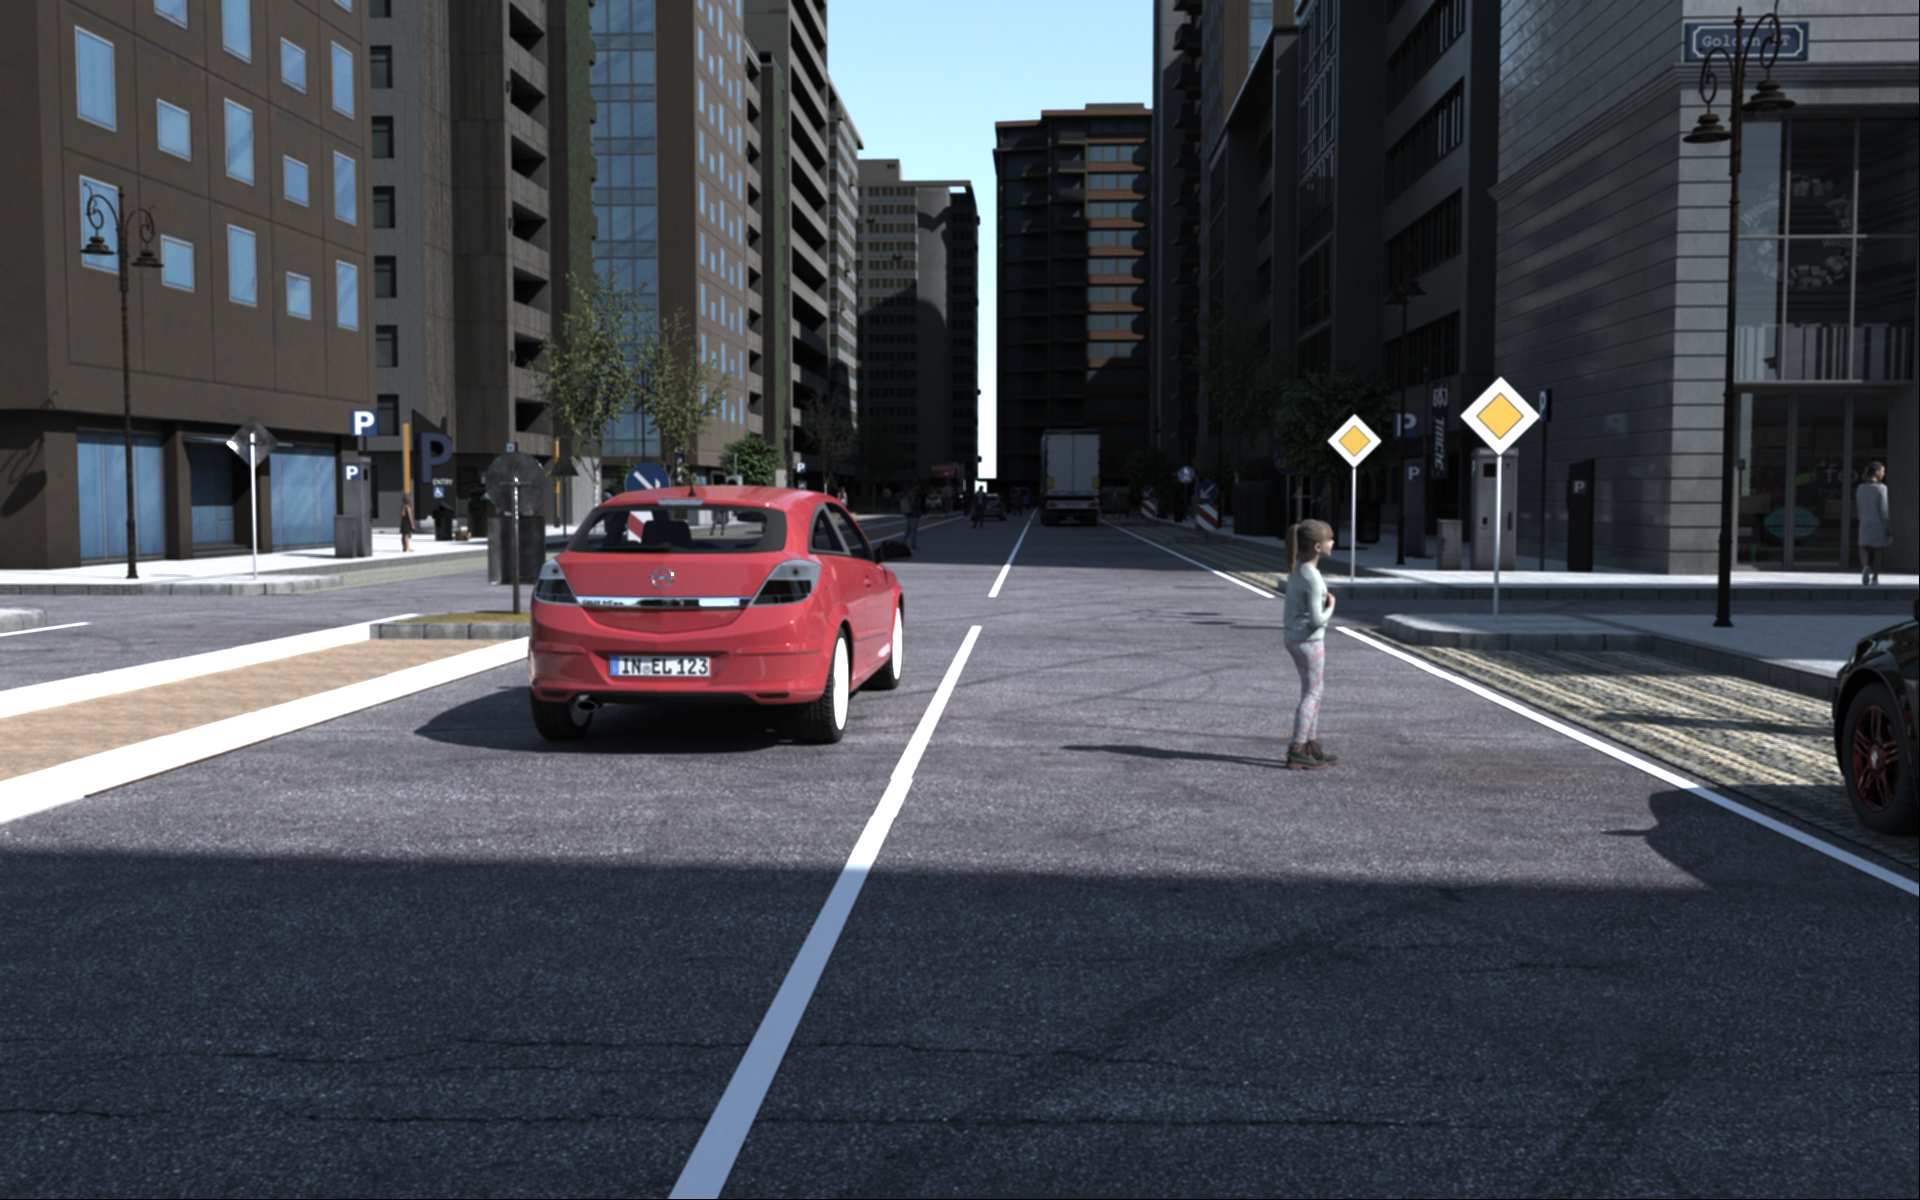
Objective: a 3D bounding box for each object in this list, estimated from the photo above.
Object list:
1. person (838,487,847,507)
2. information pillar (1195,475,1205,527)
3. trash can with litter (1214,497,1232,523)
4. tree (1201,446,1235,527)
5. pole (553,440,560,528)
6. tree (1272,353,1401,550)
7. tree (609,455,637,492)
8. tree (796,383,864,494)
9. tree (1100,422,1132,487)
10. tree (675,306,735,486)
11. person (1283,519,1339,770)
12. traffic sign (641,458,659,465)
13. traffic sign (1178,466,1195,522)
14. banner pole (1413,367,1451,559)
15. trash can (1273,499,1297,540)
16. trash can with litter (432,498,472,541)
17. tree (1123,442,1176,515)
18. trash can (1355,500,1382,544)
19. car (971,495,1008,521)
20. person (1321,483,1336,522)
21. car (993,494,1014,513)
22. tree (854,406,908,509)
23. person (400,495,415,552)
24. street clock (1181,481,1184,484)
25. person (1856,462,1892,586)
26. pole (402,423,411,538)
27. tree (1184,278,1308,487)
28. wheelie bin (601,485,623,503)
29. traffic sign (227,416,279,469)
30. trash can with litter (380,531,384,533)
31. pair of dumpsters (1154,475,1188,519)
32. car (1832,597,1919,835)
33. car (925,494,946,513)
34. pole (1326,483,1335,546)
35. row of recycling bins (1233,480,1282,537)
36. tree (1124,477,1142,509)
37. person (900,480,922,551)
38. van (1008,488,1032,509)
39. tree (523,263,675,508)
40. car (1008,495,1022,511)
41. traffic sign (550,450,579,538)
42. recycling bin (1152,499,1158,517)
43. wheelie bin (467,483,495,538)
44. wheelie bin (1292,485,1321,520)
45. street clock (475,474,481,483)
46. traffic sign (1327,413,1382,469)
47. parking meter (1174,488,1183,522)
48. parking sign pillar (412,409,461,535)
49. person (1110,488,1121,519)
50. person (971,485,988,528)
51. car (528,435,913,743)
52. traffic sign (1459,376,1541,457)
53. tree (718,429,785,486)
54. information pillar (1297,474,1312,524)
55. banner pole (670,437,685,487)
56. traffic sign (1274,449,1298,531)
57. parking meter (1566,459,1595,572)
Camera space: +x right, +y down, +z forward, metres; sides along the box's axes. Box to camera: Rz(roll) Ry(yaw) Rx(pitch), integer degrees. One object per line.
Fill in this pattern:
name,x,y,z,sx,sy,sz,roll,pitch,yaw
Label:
person,-6.454,-5.300,95.172,0.555,1.821,0.388,-1,4,-18
information pillar,9.304,-3.832,67.141,0.304,2.012,0.304,-1,4,-12
trash can with litter,11.266,-4.039,77.094,1.678,1.210,2.233,1,4,16
tree,10.447,-4.549,68.977,1.663,3.219,1.824,0,3,0
pole,-15.330,-4.401,65.792,0.158,3.312,0.155,0,3,0
tree,8.772,-3.465,40.374,4.285,4.588,4.351,0,3,0
tree,-15.833,-5.415,83.141,1.663,3.219,1.824,0,3,0
tree,-8.740,-10.087,115.288,4.360,8.622,3.978,0,3,0
tree,15.434,-13.837,176.603,4.360,8.622,3.978,0,3,0
tree,-11.199,-7.142,67.128,4.737,8.622,4.395,0,3,0
person,1.842,0.227,9.066,0.394,1.301,0.425,-1,4,-21
traffic sign,-10.998,-3.741,61.277,0.768,2.556,0.104,0,4,7
traffic sign,10.428,-4.873,79.772,0.768,2.556,0.104,0,4,6
banner pole,9.337,-2.700,34.164,0.401,3.779,0.863,-2,4,-30
trash can,9.139,-2.249,48.426,0.748,1.137,0.748,0,3,0
trash can with litter,-13.862,-2.196,47.291,1.055,1.170,0.624,1,4,8
tree,11.893,-7.654,108.862,4.285,4.588,4.351,0,3,0
trash can,10.554,-2.027,44.799,0.748,1.137,0.748,0,3,0
car,1.562,-5.014,93.987,2.014,1.417,4.499,0,4,5
person,9.958,-2.477,46.722,0.526,1.800,0.537,-3,5,-41
car,2.975,-7.310,129.309,2.009,1.686,4.222,0,4,5
tree,-7.084,-11.962,145.934,4.737,8.622,4.395,0,3,0
person,-12.307,-1.705,38.584,0.373,1.253,0.362,-3,5,-43
street clock,12.185,-5.560,95.470,0.358,2.002,0.471,0,4,-2
person,12.735,-1.060,24.130,0.466,1.731,0.760,2,4,27
pole,-16.011,-3.441,50.104,0.158,3.312,0.155,0,3,0
tree,9.877,-6.715,60.147,4.737,8.622,4.395,0,3,0
wheelie bin,-11.463,-3.019,57.271,0.693,1.594,0.980,1,4,16
traffic sign,-10.557,-1.448,25.872,0.795,2.593,0.064,0,4,3
trash can with litter,-20.248,-2.846,57.592,2.233,1.210,1.678,1,4,19
pair of dumpsters,10.931,-5.330,89.634,1.574,2.255,4.437,0,4,3
car,4.599,0.231,6.009,2.009,1.686,4.222,0,4,4
car,-1.949,-7.604,134.548,2.015,1.641,3.980,0,4,4
pole,9.235,-3.013,43.112,0.158,3.312,0.155,0,3,0
row of recycling bins,9.204,-2.859,53.853,1.069,1.692,3.534,0,4,-3
tree,14.750,-9.256,145.933,1.663,3.219,1.824,0,3,0
person,-1.187,-2.105,43.260,0.721,1.781,0.623,-2,4,-26
van,5.655,-9.722,163.334,2.240,2.365,5.245,0,4,2
tree,-11.797,-6.437,55.607,4.737,8.622,4.395,0,3,0
car,4.357,-8.219,146.960,1.945,1.354,3.894,0,4,1
traffic sign,-11.558,-3.094,50.586,0.884,2.594,0.081,0,4,5
recycling bin,11.163,-5.187,97.364,0.722,1.027,0.722,0,4,1
wheelie bin,-14.012,-2.625,50.830,0.980,1.594,0.693,1,4,8
wheelie bin,11.784,-3.117,58.876,0.980,1.594,0.693,1,4,14
street clock,-17.111,-3.511,61.980,0.358,2.002,0.471,1,4,14
traffic sign,5.718,-1.399,25.071,0.795,2.593,0.064,0,4,3
parking meter,9.892,-4.279,78.376,0.372,1.533,0.369,0,3,0
parking sign pillar,-16.813,-4.097,55.451,1.447,3.967,1.447,3,5,44
person,8.936,-5.542,99.387,0.520,1.790,0.573,-2,4,-30
person,0.829,-3.941,73.111,0.721,1.800,0.419,1,4,12
car,-1.438,-0.151,11.503,2.155,1.783,4.494,0,4,5
traffic sign,5.333,-0.912,17.095,0.795,2.593,0.064,0,4,3
tree,-10.483,-6.320,87.043,4.285,4.588,4.351,0,3,0
information pillar,9.067,-2.516,45.622,0.304,2.012,0.304,-1,4,-12
banner pole,-11.763,-5.006,71.869,0.863,3.779,0.401,-3,5,-42
traffic sign,8.598,-2.766,45.325,0.768,2.556,0.104,0,4,5
parking meter,10.277,-1.406,28.707,0.399,1.863,0.255,3,4,36
